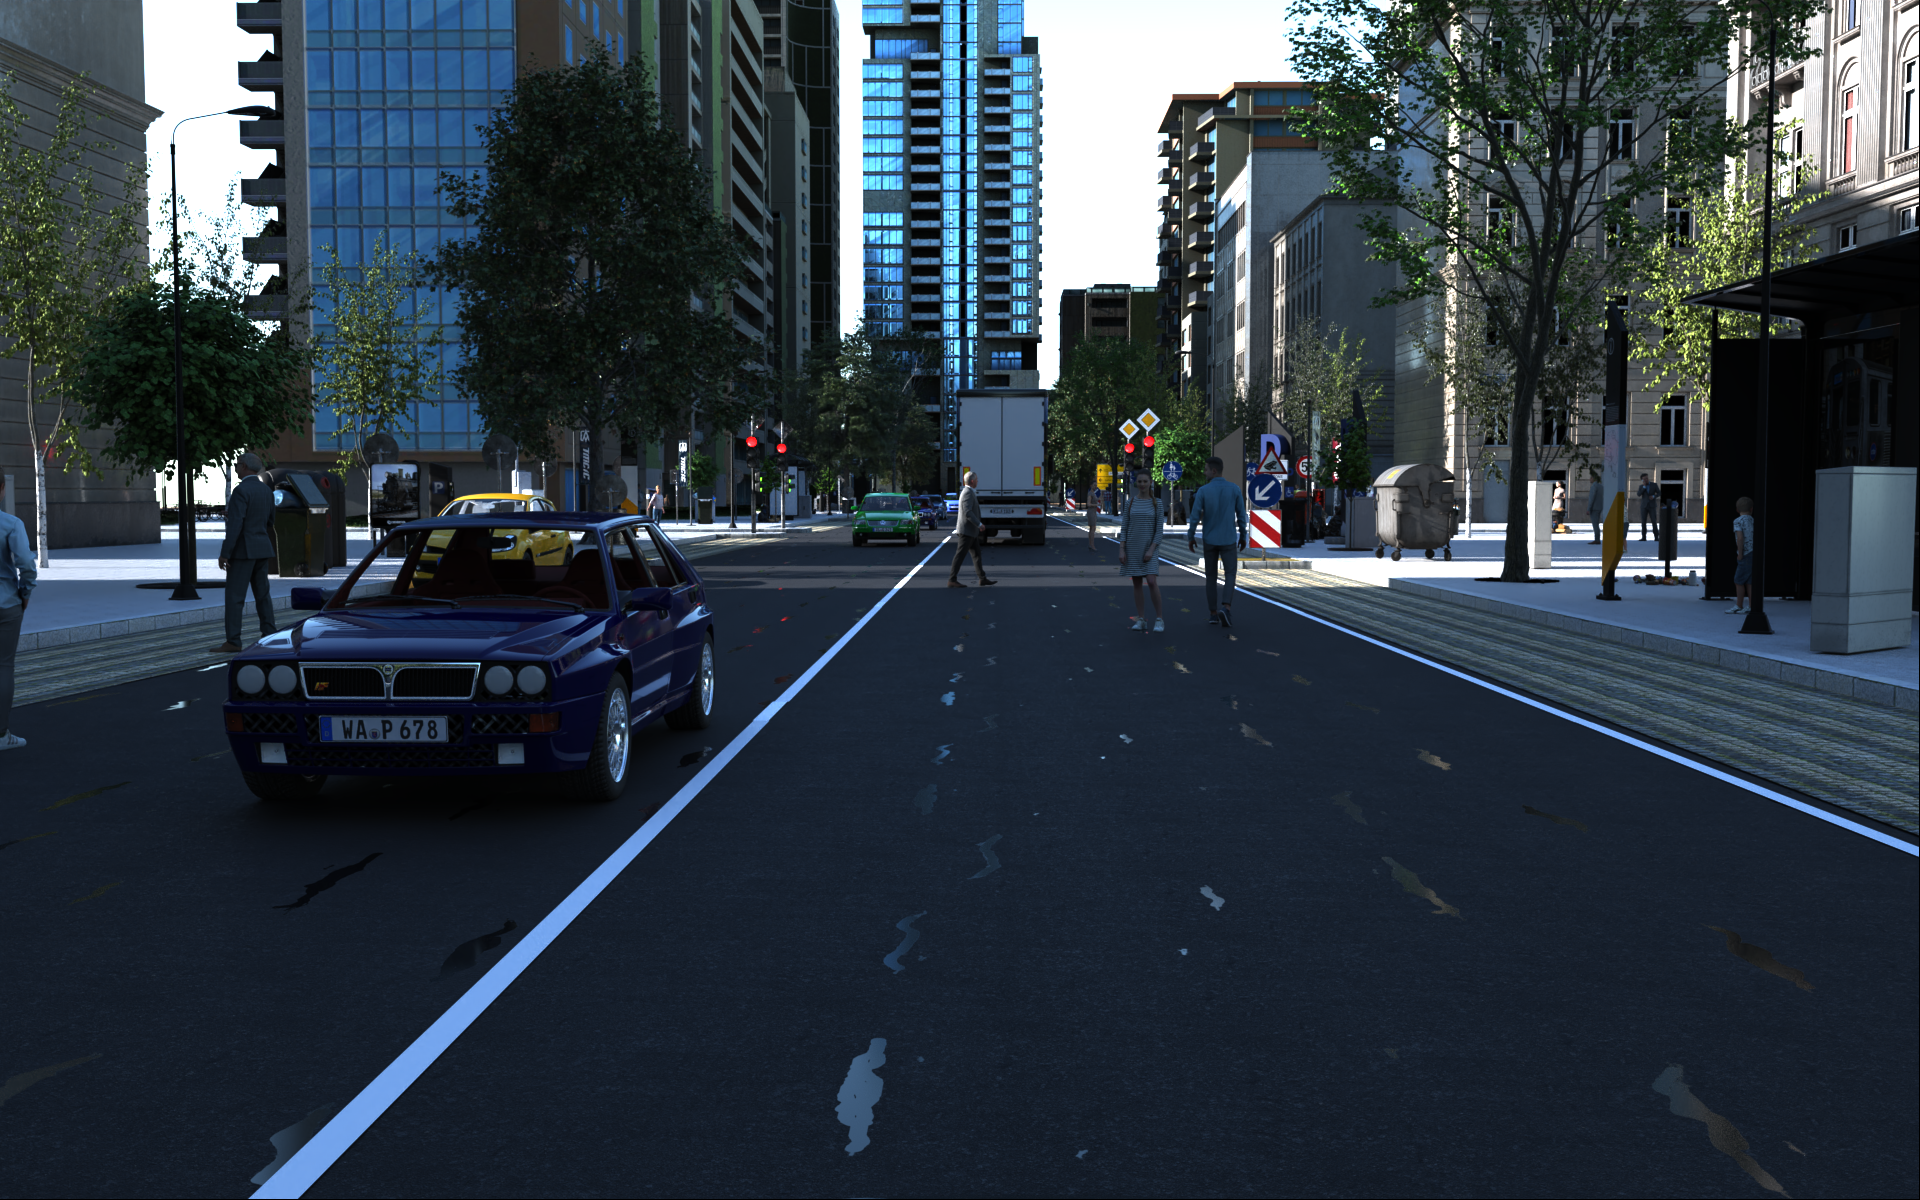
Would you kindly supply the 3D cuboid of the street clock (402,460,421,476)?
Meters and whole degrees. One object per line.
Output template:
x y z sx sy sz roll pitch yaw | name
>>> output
-11.686 -1.975 36.860 0.471 2.002 0.358 3 5 40 | street clock

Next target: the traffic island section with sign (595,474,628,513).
-6.900 -1.551 33.981 1.989 1.847 2.006 0 4 1 | traffic island section with sign

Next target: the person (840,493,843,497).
-10.462 -8.783 149.280 0.705 1.869 1.348 2 4 34 | person

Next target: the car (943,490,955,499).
-0.482 -8.354 145.387 1.959 1.807 4.718 0 4 1 | car

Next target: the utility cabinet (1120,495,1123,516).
9.878 -5.489 100.909 1.020 1.237 0.306 1 4 14 | utility cabinet

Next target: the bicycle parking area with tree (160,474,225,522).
-38.457 -5.812 82.035 9.016 4.147 8.231 0 4 8 | bicycle parking area with tree

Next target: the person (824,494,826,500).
-11.279 -8.285 144.696 0.628 1.438 0.799 0 4 5 | person

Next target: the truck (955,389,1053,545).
1.391 -3.843 51.750 2.839 4.237 11.283 0 4 3 | truck

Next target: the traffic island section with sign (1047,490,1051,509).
8.272 -9.707 167.343 1.989 1.847 2.006 0 4 1 | traffic island section with sign

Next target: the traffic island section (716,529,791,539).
-6.790 -2.114 56.846 2.009 0.180 2.903 0 4 1 | traffic island section

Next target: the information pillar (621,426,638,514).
-9.690 -3.638 50.829 0.504 3.616 0.183 -1 4 -10 | information pillar

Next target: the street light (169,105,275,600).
-8.883 -2.956 20.867 1.470 5.913 1.316 0 4 1 | street light

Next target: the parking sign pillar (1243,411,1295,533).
10.233 -4.120 55.835 1.447 3.967 1.447 -2 4 -26 | parking sign pillar

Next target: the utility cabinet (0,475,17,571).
-11.453 -0.677 19.749 1.173 1.500 0.318 -1 4 -9 | utility cabinet

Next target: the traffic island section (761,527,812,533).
-6.637 -2.602 64.830 2.009 0.180 2.903 0 4 1 | traffic island section

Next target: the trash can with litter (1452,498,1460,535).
15.114 -2.618 54.195 1.055 1.170 0.624 1 4 20 | trash can with litter

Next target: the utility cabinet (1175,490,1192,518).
11.714 -5.006 90.527 1.173 1.500 0.318 3 5 42 | utility cabinet

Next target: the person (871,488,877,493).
-7.460 -8.802 149.961 1.348 1.823 0.705 0 4 6 | person

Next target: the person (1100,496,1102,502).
16.192 -11.524 197.689 0.599 1.433 0.991 2 4 28 | person

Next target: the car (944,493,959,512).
-0.415 -7.061 125.031 1.945 1.707 3.694 0 4 0 | car

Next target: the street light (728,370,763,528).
-8.000 -5.648 64.884 1.470 5.913 1.316 0 4 1 | street light

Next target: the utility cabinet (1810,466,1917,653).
7.382 -0.335 14.162 1.173 1.500 0.318 -3 5 -39 | utility cabinet

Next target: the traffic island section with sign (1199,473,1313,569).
5.717 -1.539 33.786 1.989 1.847 2.006 0 4 1 | traffic island section with sign

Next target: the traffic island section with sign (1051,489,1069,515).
7.317 -6.621 116.878 1.989 1.847 2.006 0 4 1 | traffic island section with sign

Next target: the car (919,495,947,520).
-1.676 -5.190 96.859 2.014 1.417 4.499 0 4 3 | car

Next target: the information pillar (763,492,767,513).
-11.679 -6.113 104.447 0.304 2.012 0.304 -3 5 -39 | information pillar

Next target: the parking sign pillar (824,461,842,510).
-10.191 -9.203 138.940 1.447 3.967 1.447 3 5 41 | parking sign pillar

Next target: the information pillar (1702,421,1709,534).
24.255 -3.942 55.814 0.504 3.616 0.183 0 4 8 | information pillar

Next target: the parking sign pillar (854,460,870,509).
-7.728 -9.045 136.364 1.447 3.967 1.447 2 4 33 | parking sign pillar

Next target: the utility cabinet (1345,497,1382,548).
9.716 -1.866 41.666 1.020 1.237 0.306 -2 4 -35 | utility cabinet

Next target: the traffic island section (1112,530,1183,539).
6.149 -2.099 56.594 2.009 0.180 2.903 0 4 1 | traffic island section

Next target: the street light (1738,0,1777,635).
6.807 -2.647 15.818 1.470 5.913 1.316 0 4 1 | street light

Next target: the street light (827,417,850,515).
-7.311 -8.057 104.273 1.470 5.913 1.316 0 4 1 | street light

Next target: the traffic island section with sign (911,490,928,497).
-4.355 -9.660 166.564 1.989 1.847 2.006 0 4 1 | traffic island section with sign

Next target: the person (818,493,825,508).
-12.786 -9.351 158.889 1.348 1.831 0.705 -2 4 -29 | person

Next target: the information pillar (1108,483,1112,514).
9.899 -6.663 113.430 0.304 2.012 0.304 3 5 41 | information pillar

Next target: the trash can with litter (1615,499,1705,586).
10.336 -0.854 25.015 1.678 1.210 2.233 1 4 21 | trash can with litter

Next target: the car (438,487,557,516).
-7.249 -1.023 26.947 2.015 1.641 3.980 0 4 1 | car

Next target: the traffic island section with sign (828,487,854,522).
-5.817 -5.013 90.592 1.989 1.847 2.006 0 4 1 | traffic island section with sign

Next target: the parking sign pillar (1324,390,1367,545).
10.094 -3.420 44.388 1.447 3.967 1.447 0 4 3 | parking sign pillar

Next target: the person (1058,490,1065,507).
10.315 -10.312 175.453 0.742 1.727 0.445 -3 5 -42 | person

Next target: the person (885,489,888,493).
-7.396 -10.058 170.571 1.350 1.814 0.705 0 4 -8 | person

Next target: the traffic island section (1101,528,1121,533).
6.302 -2.587 64.578 2.009 0.180 2.903 0 4 1 | traffic island section

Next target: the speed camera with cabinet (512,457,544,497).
-16.742 -4.457 67.214 0.660 3.252 2.038 -3 4 -36 | speed camera with cabinet

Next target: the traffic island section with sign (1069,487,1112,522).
6.772 -4.926 89.172 1.989 1.847 2.006 0 4 1 | traffic island section with sign

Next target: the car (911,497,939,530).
-1.803 -3.493 69.687 1.945 1.354 3.894 0 4 1 | car

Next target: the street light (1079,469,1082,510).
9.145 -10.183 139.025 1.470 5.913 1.316 0 4 1 | street light

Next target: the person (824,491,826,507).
-12.923 -9.771 166.355 0.434 1.755 0.990 -1 4 -23 | person

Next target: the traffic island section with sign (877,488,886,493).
-5.292 -6.680 117.840 1.989 1.847 2.006 0 4 1 | traffic island section with sign

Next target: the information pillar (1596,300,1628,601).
7.870 -1.802 20.825 0.183 3.616 0.504 0 4 1 | information pillar

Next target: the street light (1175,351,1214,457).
7.657 -5.115 56.173 1.470 5.913 1.316 0 4 1 | street light

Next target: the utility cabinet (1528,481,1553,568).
9.995 -1.308 30.069 0.318 1.500 1.173 0 4 5 | utility cabinet

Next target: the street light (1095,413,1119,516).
8.467 -7.774 99.640 1.470 5.913 1.316 0 4 1 | street light

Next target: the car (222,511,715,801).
-2.419 0.199 9.321 1.945 1.354 3.894 0 4 1 | car

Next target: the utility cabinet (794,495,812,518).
-8.341 -4.899 91.265 1.020 1.237 0.306 1 4 18 | utility cabinet

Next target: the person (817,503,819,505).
-17.194 -12.385 209.366 0.721 1.723 1.217 3 5 41 | person

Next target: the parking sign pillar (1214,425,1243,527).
10.565 -4.862 67.969 1.447 3.967 1.447 2 4 31 | parking sign pillar

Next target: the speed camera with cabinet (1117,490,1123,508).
12.205 -8.687 136.374 0.660 3.252 2.038 -2 4 -25 | speed camera with cabinet

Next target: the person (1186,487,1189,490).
19.905 -8.911 151.364 1.348 1.869 0.705 1 4 16 | person

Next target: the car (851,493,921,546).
-2.062 -2.457 48.967 1.959 1.807 4.718 0 4 0 | car
